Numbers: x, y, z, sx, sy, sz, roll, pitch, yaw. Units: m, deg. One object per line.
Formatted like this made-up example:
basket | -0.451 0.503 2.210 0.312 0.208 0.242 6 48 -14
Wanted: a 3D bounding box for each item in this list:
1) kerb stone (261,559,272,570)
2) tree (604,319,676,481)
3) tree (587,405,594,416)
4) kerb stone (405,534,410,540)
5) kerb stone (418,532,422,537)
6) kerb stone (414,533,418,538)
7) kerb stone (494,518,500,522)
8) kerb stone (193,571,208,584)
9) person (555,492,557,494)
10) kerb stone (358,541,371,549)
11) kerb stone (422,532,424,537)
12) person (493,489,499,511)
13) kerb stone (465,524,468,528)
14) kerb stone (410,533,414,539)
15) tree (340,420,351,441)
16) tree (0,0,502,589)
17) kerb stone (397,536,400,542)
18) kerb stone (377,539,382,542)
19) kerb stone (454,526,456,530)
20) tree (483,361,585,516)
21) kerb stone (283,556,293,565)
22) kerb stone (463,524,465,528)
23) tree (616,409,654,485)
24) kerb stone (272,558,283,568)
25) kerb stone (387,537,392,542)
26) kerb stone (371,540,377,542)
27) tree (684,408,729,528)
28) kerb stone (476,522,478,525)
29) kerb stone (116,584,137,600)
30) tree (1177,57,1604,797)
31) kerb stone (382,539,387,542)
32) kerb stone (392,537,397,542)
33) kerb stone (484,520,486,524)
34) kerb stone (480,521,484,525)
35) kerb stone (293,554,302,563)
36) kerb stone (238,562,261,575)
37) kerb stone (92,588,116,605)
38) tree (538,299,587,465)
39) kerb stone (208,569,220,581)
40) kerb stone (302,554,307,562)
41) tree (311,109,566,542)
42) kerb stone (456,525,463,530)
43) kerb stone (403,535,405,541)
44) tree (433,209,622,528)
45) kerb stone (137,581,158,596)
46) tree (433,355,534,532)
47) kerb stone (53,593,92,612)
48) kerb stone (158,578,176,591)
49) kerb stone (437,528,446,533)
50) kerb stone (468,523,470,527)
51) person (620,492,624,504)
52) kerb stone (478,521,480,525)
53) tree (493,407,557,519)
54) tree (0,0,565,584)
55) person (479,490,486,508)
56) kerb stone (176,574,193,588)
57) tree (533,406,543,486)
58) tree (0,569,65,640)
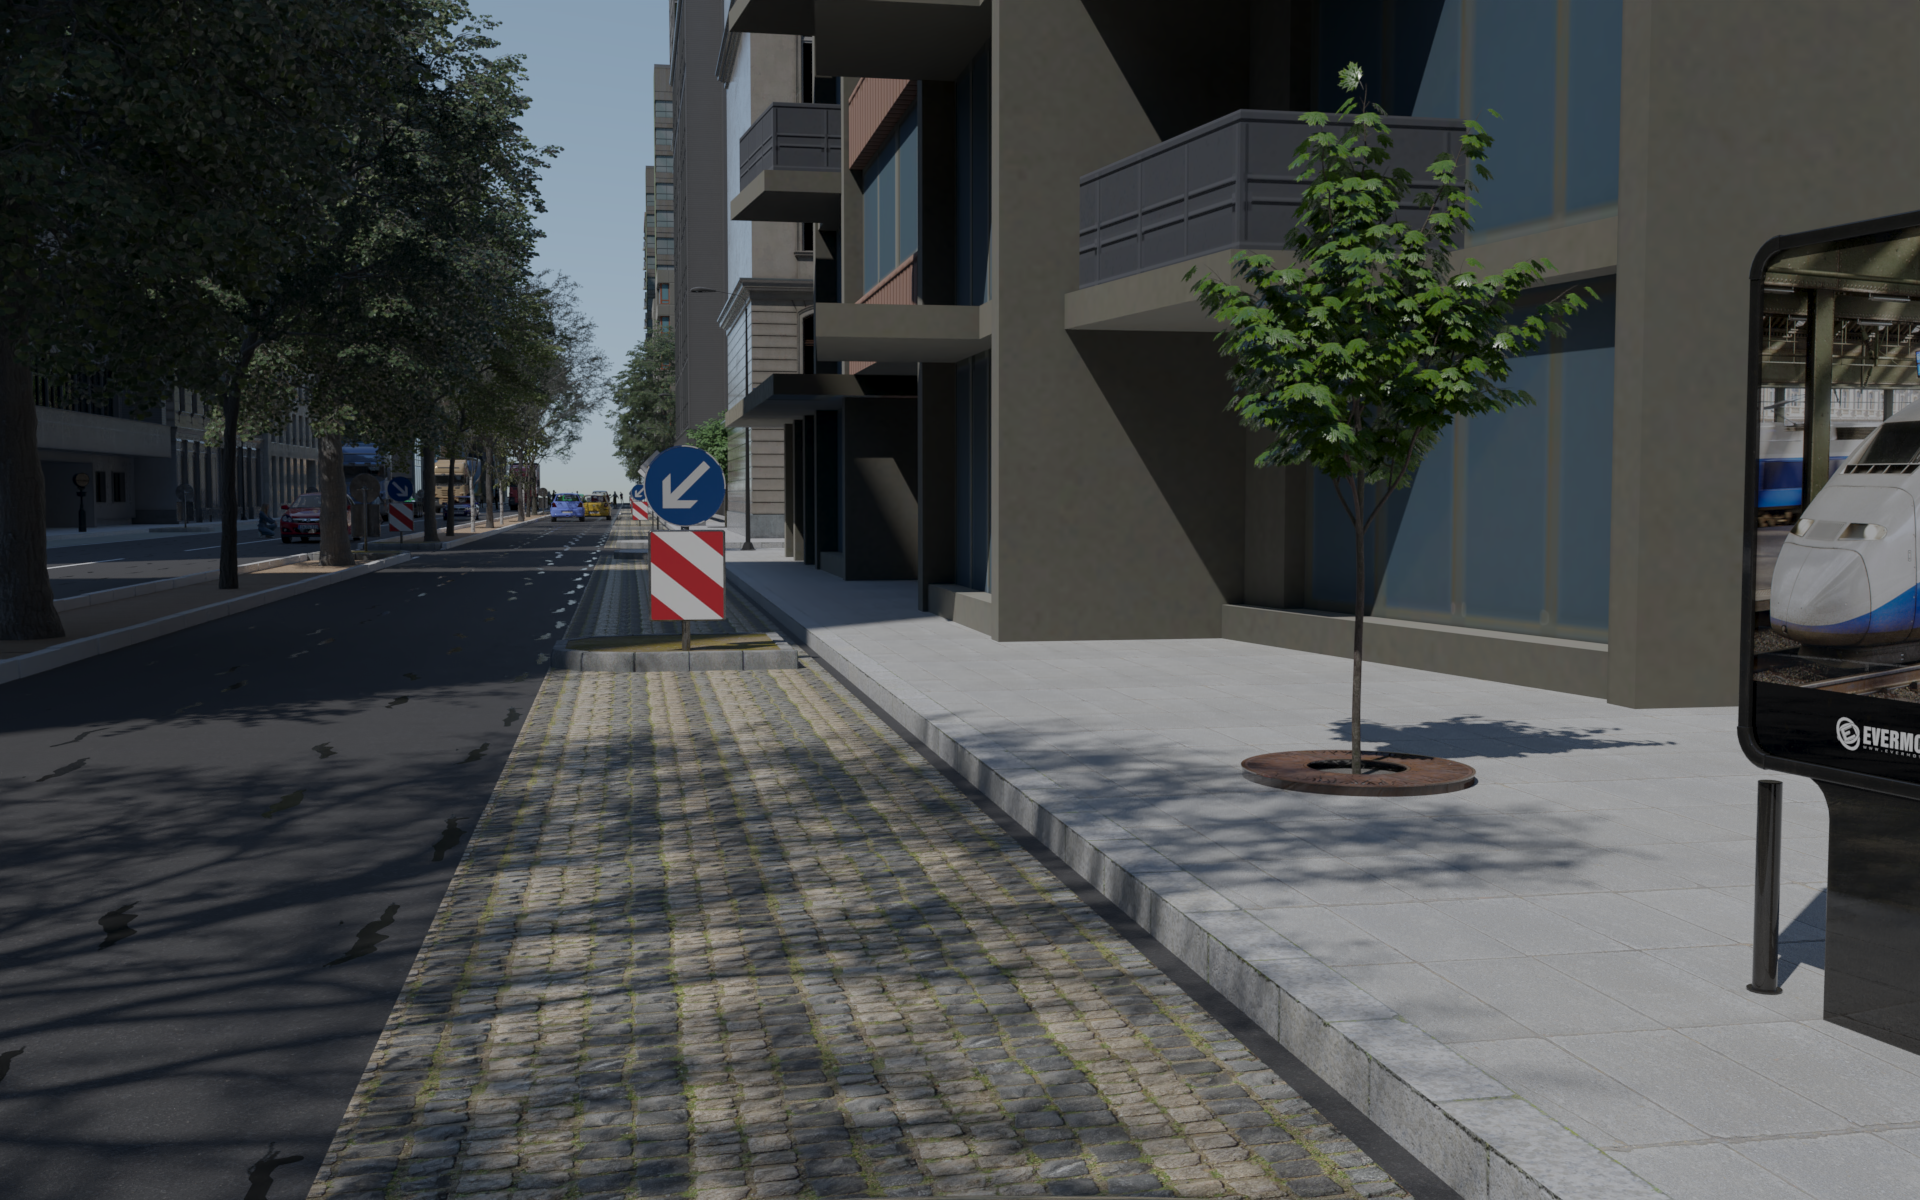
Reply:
kerb stone | -13.189 -0.641 32.671 0.120 0.150 1.000 -1 4 -11
tree | -21.550 -13.535 127.954 9.857 13.997 8.962 0 3 0
tree | -26.384 -10.302 105.310 8.767 10.594 7.601 -1 4 -11
kerb stone | -17.152 -1.905 53.353 0.120 0.150 1.000 -1 4 -11
kerb stone | -17.733 -2.090 56.375 0.120 0.150 1.000 -1 4 -11
kerb stone | -17.534 -2.026 55.367 0.120 0.150 1.000 -1 4 -11
kerb stone | -24.684 -4.308 92.631 0.120 0.150 1.000 -1 4 -11
kerb stone | -12.223 -0.333 27.642 0.120 0.150 1.000 -1 4 -11
person | -57.651 -14.526 246.514 0.721 1.766 1.217 -1 4 -8
kerb stone | -15.612 -1.412 45.290 0.120 0.150 1.000 -1 4 -11
kerb stone | -17.926 -2.152 57.385 0.120 0.150 1.000 -1 4 -11
person | -39.536 -8.531 147.620 0.705 1.869 1.348 -2 4 -28
kerb stone | -20.816 -3.075 72.488 0.120 0.150 1.000 -1 4 -11
kerb stone | -17.346 -1.967 54.356 0.120 0.150 1.000 -1 4 -11
tree | -41.857 -9.996 113.789 4.737 8.622 4.395 0 3 0
tree | -10.952 -5.413 25.373 8.767 10.594 7.601 -1 4 -11
kerb stone | -16.769 -1.782 51.332 0.120 0.150 1.000 -1 4 -11
kerb stone | -15.996 -1.531 47.305 0.120 0.150 1.000 -1 4 -11
kerb stone | -19.855 -2.768 67.459 0.120 0.150 1.000 -1 4 -11
tree | -28.274 -11.384 114.333 9.928 11.665 9.643 0 3 0
kerb stone | -13.580 -0.761 34.694 0.120 0.150 1.000 -1 4 -11
kerb stone | -20.630 -3.013 71.480 0.120 0.150 1.000 -1 4 -11
tree | -35.510 -17.520 203.464 9.611 12.733 9.660 0 3 0
kerb stone | -13.387 -0.703 33.690 0.120 0.150 1.000 -1 4 -11
kerb stone | -16.378 -1.656 49.320 0.120 0.150 1.000 -1 4 -11
kerb stone | -15.801 -1.465 46.298 0.120 0.150 1.000 -1 4 -11
tree | -9.068 -5.057 66.398 4.285 4.588 4.351 0 3 0
kerb stone | -21.782 -3.383 77.508 0.120 0.150 1.000 -1 4 -11
kerb stone | -11.454 -0.086 23.610 0.120 0.150 1.000 -1 4 -11
tree | 1.723 -0.811 7.863 1.663 3.219 1.824 0 3 0
kerb stone | -16.184 -1.597 48.309 0.120 0.150 1.000 -1 4 -11
kerb stone | -16.571 -1.717 50.324 0.120 0.150 1.000 -1 4 -11
kerb stone | -22.554 -3.625 81.537 0.120 0.150 1.000 -1 4 -11
kerb stone | -22.359 -3.568 80.534 0.120 0.150 1.000 -1 4 -11
kerb stone | -13.776 -0.826 35.702 0.120 0.150 1.000 -1 4 -11
kerb stone | -12.998 -0.579 31.663 0.120 0.150 1.000 -1 4 -11
kerb stone | -11.261 -0.025 22.606 0.120 0.150 1.000 -1 4 -11
tree | -17.215 -7.406 57.950 8.767 10.594 7.601 -1 4 -11
kerb stone | -12.411 -0.395 28.647 0.120 0.150 1.000 -1 4 -11
kerb stone | -13.961 -0.888 36.711 0.120 0.150 1.000 -1 4 -11
tree | -15.465 -7.943 50.456 7.486 12.596 7.792 0 3 0
kerb stone | -20.435 -2.948 70.472 0.120 0.150 1.000 -1 4 -11
kerb stone | -16.961 -1.844 52.339 0.120 0.150 1.000 -1 4 -11
tree | -19.673 -9.735 71.990 12.009 13.543 11.850 0 3 0
kerb stone | -11.643 -0.148 24.621 0.120 0.150 1.000 -1 4 -11
tree | -18.073 -6.802 64.025 4.360 8.622 3.978 0 3 0
kerb stone | -11.074 0.048 21.601 0.120 0.150 1.000 -1 4 -11
kerb stone | -11.838 -0.209 25.634 0.120 0.150 1.000 -1 4 -11
kerb stone | -19.283 -2.584 64.441 0.120 0.150 1.000 -1 4 -11
kerb stone | -21.011 -3.135 73.492 0.120 0.150 1.000 -1 4 -11
person | -47.881 -14.436 244.979 0.683 1.767 0.568 1 4 12
kerb stone | -21.984 -3.441 78.524 0.120 0.150 1.000 -1 4 -11
tree | -24.662 -8.849 97.507 4.737 8.622 4.395 0 3 0
tree | -12.384 -7.636 33.968 9.857 13.997 8.962 0 3 0
person | -49.532 -10.436 179.227 1.348 1.812 0.705 1 4 9
kerb stone | -12.024 -0.264 26.640 0.120 0.150 1.000 -1 4 -11
tree | -21.297 -7.794 80.248 4.360 8.622 3.978 0 3 0
tree | -9.232 -6.576 16.626 9.857 13.997 8.962 0 3 0
